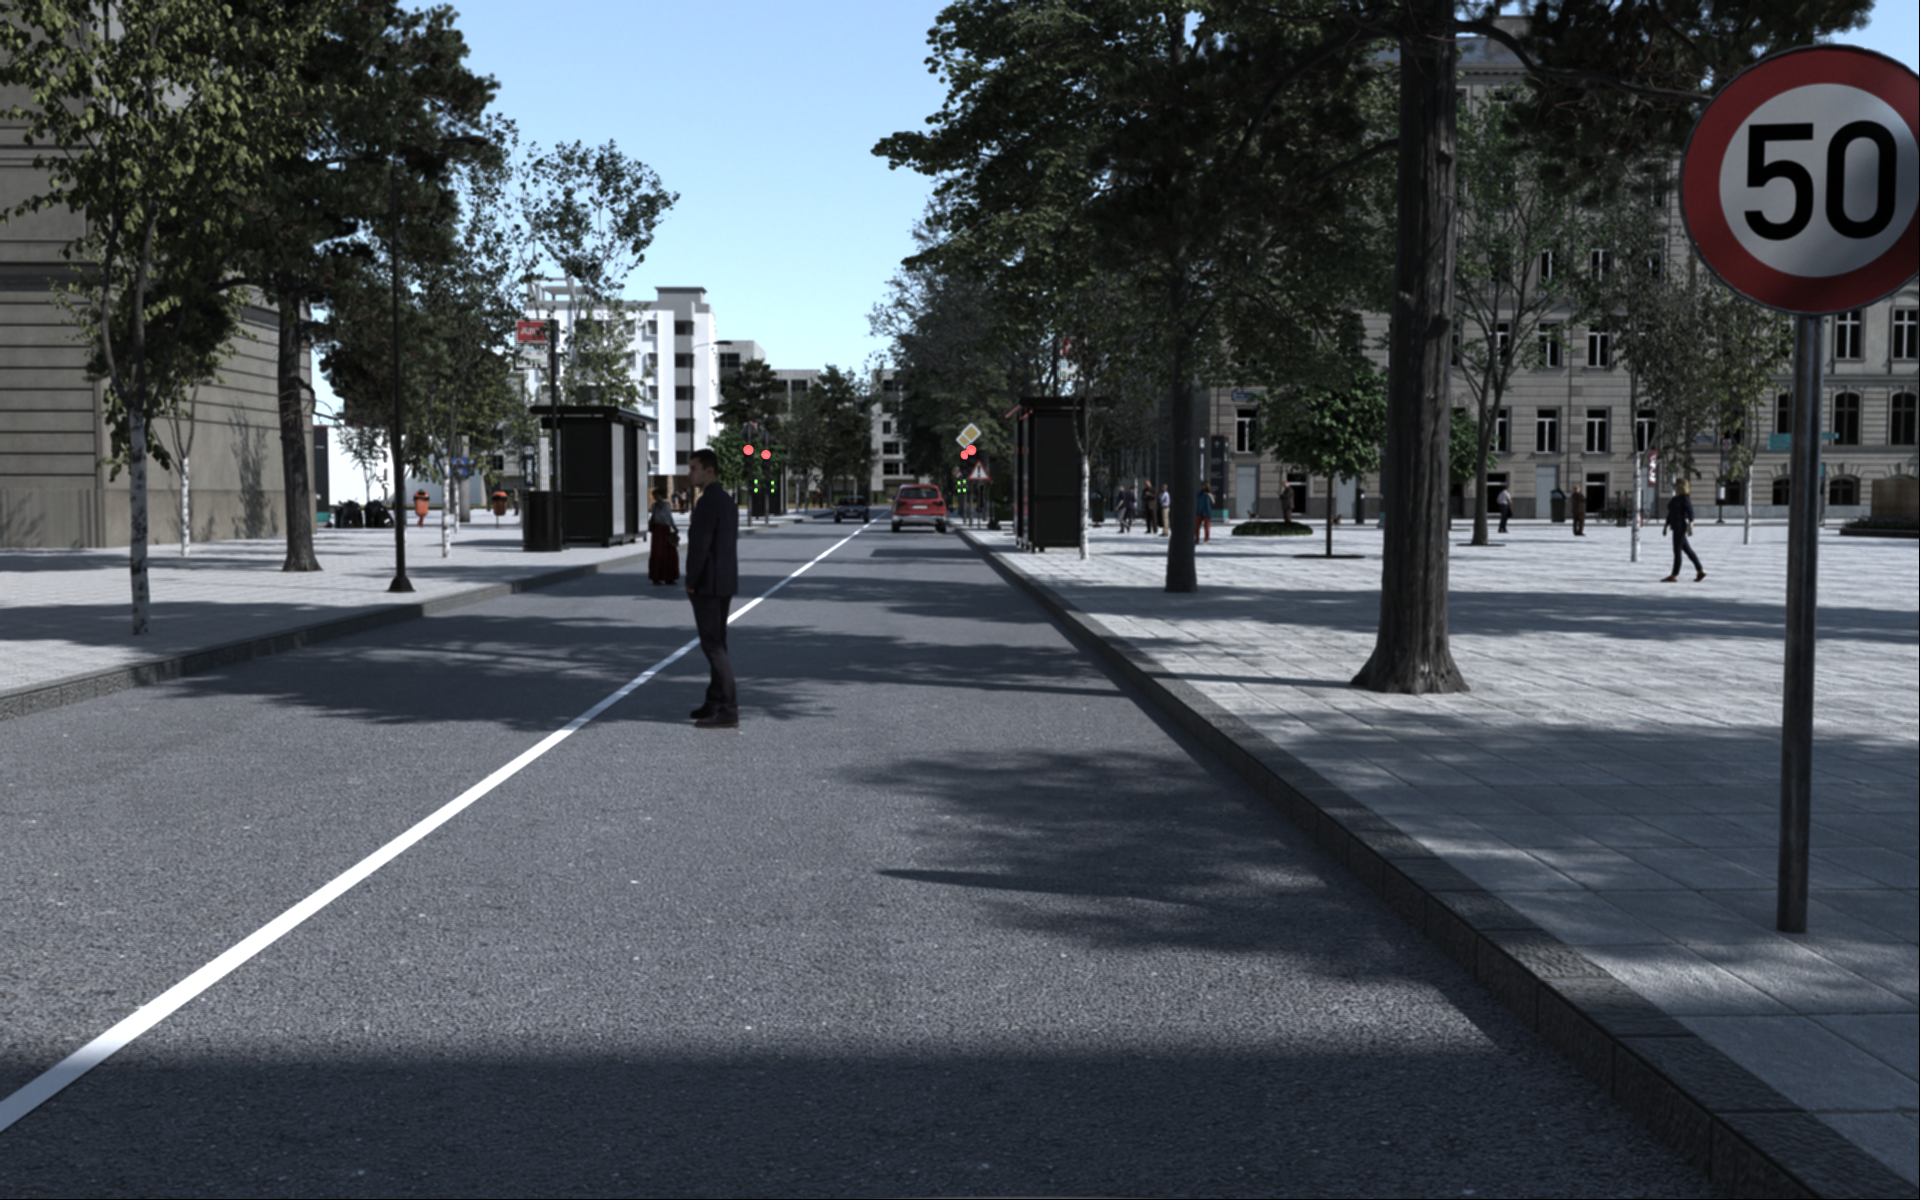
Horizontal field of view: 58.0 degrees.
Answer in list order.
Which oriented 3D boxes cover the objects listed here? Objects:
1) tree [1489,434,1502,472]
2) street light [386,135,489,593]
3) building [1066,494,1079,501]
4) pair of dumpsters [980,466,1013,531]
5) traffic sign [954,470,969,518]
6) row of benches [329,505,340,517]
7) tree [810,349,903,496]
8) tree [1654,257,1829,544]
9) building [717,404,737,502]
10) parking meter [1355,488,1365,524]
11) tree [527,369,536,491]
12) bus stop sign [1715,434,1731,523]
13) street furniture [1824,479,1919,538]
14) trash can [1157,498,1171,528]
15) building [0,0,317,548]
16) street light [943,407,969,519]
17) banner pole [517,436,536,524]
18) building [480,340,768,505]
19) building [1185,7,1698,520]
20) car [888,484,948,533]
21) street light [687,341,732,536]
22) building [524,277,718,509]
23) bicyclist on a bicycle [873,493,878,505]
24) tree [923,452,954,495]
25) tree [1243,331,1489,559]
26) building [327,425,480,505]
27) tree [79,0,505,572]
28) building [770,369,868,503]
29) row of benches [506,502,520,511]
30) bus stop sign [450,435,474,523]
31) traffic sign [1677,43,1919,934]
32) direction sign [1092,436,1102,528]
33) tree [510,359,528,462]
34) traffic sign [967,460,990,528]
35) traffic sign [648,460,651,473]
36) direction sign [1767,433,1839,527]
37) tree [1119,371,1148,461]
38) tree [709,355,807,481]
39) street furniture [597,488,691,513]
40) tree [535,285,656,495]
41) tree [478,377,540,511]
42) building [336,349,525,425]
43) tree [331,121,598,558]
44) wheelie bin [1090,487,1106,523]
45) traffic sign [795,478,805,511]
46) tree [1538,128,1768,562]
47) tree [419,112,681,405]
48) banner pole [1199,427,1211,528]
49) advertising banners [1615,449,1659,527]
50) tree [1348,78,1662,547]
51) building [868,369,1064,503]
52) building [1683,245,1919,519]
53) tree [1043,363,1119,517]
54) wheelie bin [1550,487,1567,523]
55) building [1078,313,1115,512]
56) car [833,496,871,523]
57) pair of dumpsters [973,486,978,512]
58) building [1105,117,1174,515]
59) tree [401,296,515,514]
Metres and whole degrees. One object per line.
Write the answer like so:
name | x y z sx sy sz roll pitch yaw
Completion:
tree | 17.227 -4.726 60.991 4.285 4.588 4.351 0 3 0
street light | -6.788 -3.058 22.539 1.470 5.913 1.316 0 4 -2
building | 12.627 -15.928 202.567 9.099 9.664 28.070 0 4 -2
pair of dumpsters | 1.684 -3.647 62.118 1.574 2.255 4.436 0 4 -1
traffic sign | 0.092 -5.577 91.297 0.768 2.556 0.104 0 4 7
row of benches | -34.613 -4.936 96.166 1.422 0.672 4.104 -3 5 -39
tree | -12.237 -22.555 224.666 12.611 20.169 13.585 0 3 0
tree | 19.936 -5.738 44.183 4.737 8.622 4.395 0 3 0
building | -27.090 -14.305 176.035 9.099 9.664 28.070 0 4 -2
parking meter | 17.323 -4.073 75.006 0.372 1.533 0.369 0 3 0
tree | -16.355 -6.467 56.097 4.737 8.622 4.395 0 3 0
bus stop sign | 33.827 -5.379 76.656 0.416 3.939 0.855 -1 4 -8
street furniture | 29.689 -2.673 50.554 9.812 1.723 11.010 0 4 -6
trash can | 7.841 -3.340 66.269 0.748 1.137 0.748 0 3 0
building | -34.610 -13.078 47.102 30.059 22.955 16.112 0 4 -2
street light | -0.258 -7.180 89.939 1.470 5.913 1.316 0 4 -2
banner pole | -18.800 -5.199 75.025 0.863 3.779 0.401 -2 4 -24
building | -39.541 -20.822 206.899 31.486 18.905 16.747 0 4 -2
building | 24.456 -18.041 92.228 25.104 27.353 12.463 0 4 -2
car | -1.586 -3.487 65.692 2.281 1.827 5.304 0 4 -2
street light | -7.586 -4.893 52.545 1.470 5.913 1.316 0 4 -2
building | -29.833 -18.302 155.655 16.016 20.091 11.380 0 4 -2
bicyclist on a bicycle | -10.343 -12.399 212.742 1.499 1.676 1.625 0 4 -2
tree | -2.066 -14.601 189.090 4.737 8.622 4.395 0 3 0
tree | 7.545 -3.132 34.917 4.285 4.588 4.351 0 3 0
building | -69.418 -16.410 210.455 28.070 9.664 9.099 0 4 -2
tree | -11.055 -6.508 28.454 6.751 12.117 7.091 0 3 0
building | -28.545 -23.657 253.241 31.486 18.905 16.747 0 4 -2
row of benches | -33.837 -7.387 136.246 4.104 0.672 1.422 -3 5 -43
bus stop sign | -22.373 -5.434 77.868 0.837 3.901 0.837 0 4 3
traffic sign | 2.446 -0.300 5.015 0.768 2.556 0.104 1 4 8
direction sign | 5.248 -4.544 66.288 0.379 3.537 0.876 -1 4 -14
tree | -15.203 -5.927 47.269 4.737 8.622 4.395 0 3 0
traffic sign | 0.713 -3.973 64.966 0.884 2.594 0.081 0 4 2
traffic sign | -10.283 -3.384 55.438 0.768 2.556 0.104 0 4 6
direction sign | 32.737 -4.799 67.226 2.525 3.948 1.411 1 4 20
tree | 8.566 -9.040 98.172 4.737 8.622 4.395 0 3 0
tree | -16.155 -13.105 136.316 6.751 12.117 7.091 0 3 0
street furniture | -24.475 -7.070 122.447 9.812 1.723 11.010 3 5 39
tree | -12.712 -6.794 61.441 4.737 8.622 4.395 0 3 0
tree | -34.574 -11.842 128.023 7.601 10.594 8.767 0 4 -2
building | -72.725 -25.276 257.236 32.646 21.610 27.936 0 4 -2
tree | -10.292 -5.176 34.982 4.360 8.622 3.978 0 3 0
wheelie bin | 6.224 -4.301 78.231 0.693 1.594 0.980 0 4 8
traffic sign | -12.222 -8.092 132.314 0.884 2.594 0.081 1 4 8
tree | 12.953 -5.014 32.347 4.360 8.622 3.978 0 3 0
tree | -20.823 -14.147 87.189 12.611 20.169 13.585 0 3 0
banner pole | 9.119 -4.576 64.837 0.401 3.779 0.863 2 4 30
advertising banners | 26.385 -4.360 67.470 2.074 3.025 0.090 -1 4 -21
tree | 13.050 -7.141 42.513 9.928 11.665 9.643 0 3 0
building | 2.937 -23.690 253.795 31.486 18.905 16.747 0 4 -2
building | 54.332 -16.819 94.080 34.723 24.649 14.460 0 4 -2
tree | 5.920 -8.708 92.739 4.737 8.622 4.395 0 3 0
wheelie bin | 26.746 -4.255 77.471 0.693 1.594 0.980 1 4 13
building | 16.244 -20.835 137.913 12.463 27.353 25.104 0 4 -2
car | -5.452 -4.586 87.563 1.945 1.354 3.894 0 4 -2
pair of dumpsters | 1.808 -7.316 122.107 1.574 2.255 4.436 0 4 -1
building | 17.554 -19.913 112.969 14.401 28.519 23.554 0 4 -2
tree | -32.093 -12.370 109.677 7.806 13.903 7.818 0 3 0
